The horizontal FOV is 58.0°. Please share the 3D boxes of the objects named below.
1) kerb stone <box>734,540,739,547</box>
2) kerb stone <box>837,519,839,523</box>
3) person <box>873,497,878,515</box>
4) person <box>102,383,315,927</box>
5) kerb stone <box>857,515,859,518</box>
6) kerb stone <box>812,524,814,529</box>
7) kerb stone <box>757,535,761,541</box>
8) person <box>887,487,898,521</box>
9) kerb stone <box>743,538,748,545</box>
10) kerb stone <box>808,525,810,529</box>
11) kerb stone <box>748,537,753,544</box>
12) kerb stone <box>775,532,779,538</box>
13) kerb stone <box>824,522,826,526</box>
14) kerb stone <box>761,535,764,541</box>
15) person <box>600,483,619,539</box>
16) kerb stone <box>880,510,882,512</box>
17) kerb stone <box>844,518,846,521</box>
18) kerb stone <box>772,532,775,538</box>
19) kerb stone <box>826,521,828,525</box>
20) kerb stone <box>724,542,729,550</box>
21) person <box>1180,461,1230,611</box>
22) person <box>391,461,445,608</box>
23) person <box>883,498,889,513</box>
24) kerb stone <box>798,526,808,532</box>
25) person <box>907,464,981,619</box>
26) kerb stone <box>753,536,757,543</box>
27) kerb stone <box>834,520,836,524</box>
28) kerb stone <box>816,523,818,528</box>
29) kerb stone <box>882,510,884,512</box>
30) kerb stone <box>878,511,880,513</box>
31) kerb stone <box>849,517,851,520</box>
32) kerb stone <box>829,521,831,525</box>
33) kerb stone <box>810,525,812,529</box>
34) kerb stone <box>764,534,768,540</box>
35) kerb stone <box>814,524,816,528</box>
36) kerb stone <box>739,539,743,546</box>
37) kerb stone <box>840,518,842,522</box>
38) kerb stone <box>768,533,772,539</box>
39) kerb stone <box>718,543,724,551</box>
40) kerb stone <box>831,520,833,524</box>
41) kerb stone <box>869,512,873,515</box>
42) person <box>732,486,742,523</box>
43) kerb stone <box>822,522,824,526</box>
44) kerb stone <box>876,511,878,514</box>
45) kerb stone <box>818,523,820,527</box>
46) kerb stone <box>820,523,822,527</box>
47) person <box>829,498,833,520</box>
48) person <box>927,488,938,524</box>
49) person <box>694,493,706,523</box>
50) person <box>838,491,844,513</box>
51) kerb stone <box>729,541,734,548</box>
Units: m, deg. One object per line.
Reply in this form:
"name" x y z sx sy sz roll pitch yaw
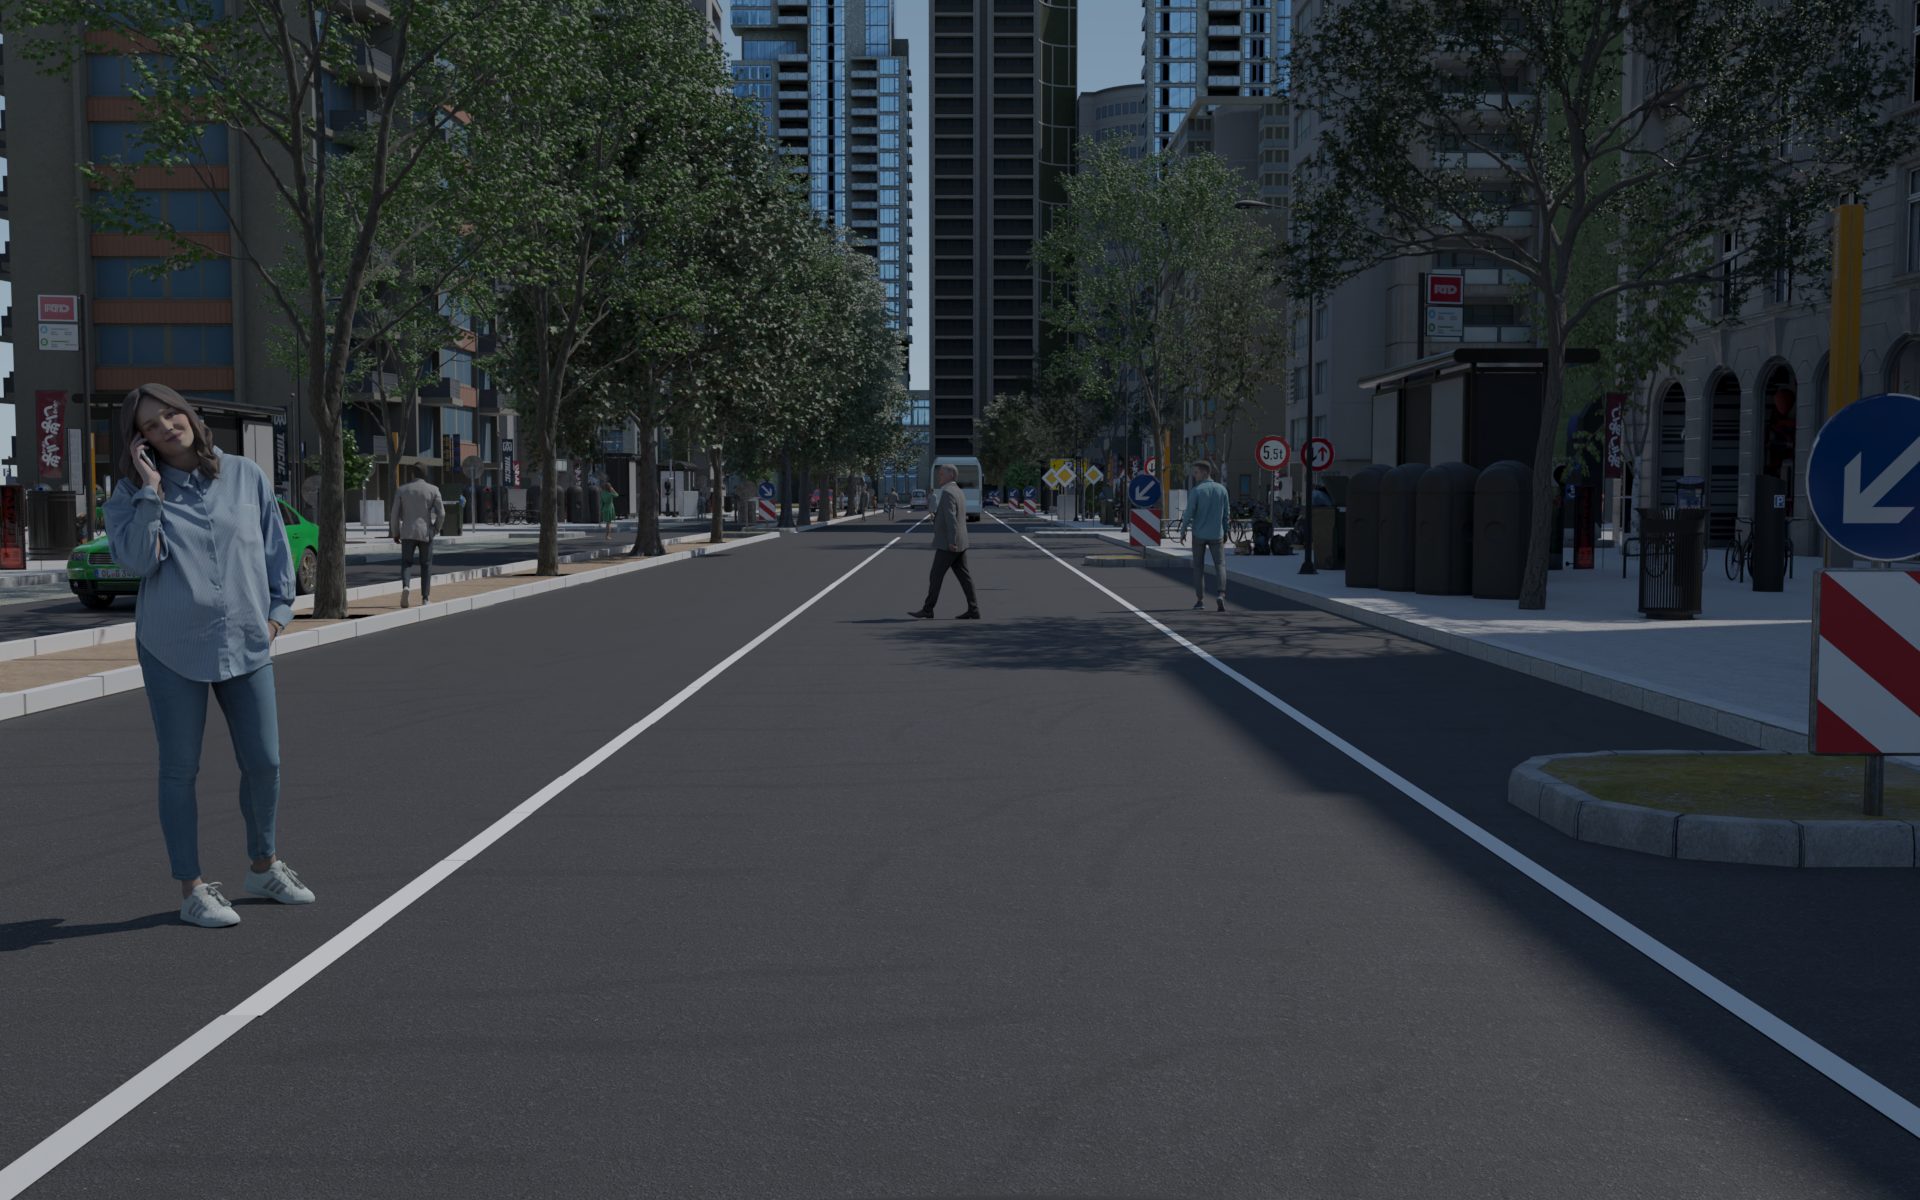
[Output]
"kerb stone" -6.143 -1.490 46.584 0.120 0.150 1.000 0 3 0
"kerb stone" -6.169 -3.844 85.045 0.120 0.150 1.000 0 3 0
"person" -5.915 -6.597 121.027 0.373 1.253 0.362 0 4 7
"person" -2.515 0.180 5.821 0.793 1.790 0.793 1 4 20
"kerb stone" -6.185 -4.909 102.458 0.120 0.150 1.000 0 3 0
"kerb stone" -6.164 -2.964 70.675 0.120 0.150 1.000 0 3 0
"kerb stone" -6.138 -1.804 51.695 0.120 0.150 1.000 0 3 0
"person" -3.646 -5.206 93.823 0.606 1.804 0.583 0 4 -3
"kerb stone" -6.143 -1.616 48.629 0.120 0.150 1.000 0 3 0
"kerb stone" -6.160 -2.835 68.623 0.120 0.150 1.000 0 3 0
"kerb stone" -6.140 -1.679 49.651 0.120 0.150 1.000 0 3 0
"kerb stone" -6.146 -2.117 56.809 0.120 0.150 1.000 0 3 0
"kerb stone" -6.165 -3.342 76.838 0.120 0.150 1.000 0 3 0
"kerb stone" -6.149 -1.867 52.720 0.120 0.150 1.000 0 3 0
"person" -11.157 -2.820 54.851 0.600 1.795 0.529 0 4 6
"kerb stone" -6.217 -6.729 132.217 0.120 0.150 1.000 0 3 0
"kerb stone" -6.176 -4.151 90.175 0.120 0.150 1.000 0 3 0
"kerb stone" -6.143 -2.055 55.787 0.120 0.150 1.000 0 3 0
"kerb stone" -6.158 -3.398 77.861 0.120 0.150 1.000 0 3 0
"kerb stone" -6.135 -1.365 44.531 0.120 0.150 1.000 0 3 0
"person" 3.035 -0.794 21.348 0.638 1.841 0.748 0 4 -1
"person" -6.837 -0.826 21.847 0.661 1.843 0.795 -1 4 -11
"person" -5.350 -7.047 129.211 0.738 1.151 1.012 2 4 30
"kerb stone" -6.152 -2.777 67.599 0.120 0.150 1.000 0 3 0
"person" -0.181 -0.668 19.818 0.834 1.777 0.661 0 4 5
"kerb stone" -6.142 -1.739 50.673 0.120 0.150 1.000 0 3 0
"kerb stone" -6.166 -3.718 82.988 0.120 0.150 1.000 0 3 0
"kerb stone" -6.149 -3.088 72.727 0.120 0.150 1.000 0 3 0
"kerb stone" -6.204 -6.850 134.268 0.120 0.150 1.000 0 3 0
"kerb stone" -6.206 -6.475 128.108 0.120 0.150 1.000 0 3 0
"kerb stone" -6.177 -4.408 94.269 0.120 0.150 1.000 0 3 0
"kerb stone" -6.166 -3.530 79.910 0.120 0.150 1.000 0 3 0
"kerb stone" -6.164 -2.902 69.647 0.120 0.150 1.000 0 3 0
"kerb stone" -6.148 -1.927 53.743 0.120 0.150 1.000 0 3 0
"kerb stone" -6.154 -3.025 71.698 0.120 0.150 1.000 0 3 0
"kerb stone" -6.145 -1.554 47.605 0.120 0.150 1.000 0 3 0
"kerb stone" -6.174 -3.970 87.097 0.120 0.150 1.000 0 3 0
"kerb stone" -6.150 -1.990 54.765 0.120 0.150 1.000 0 3 0
"kerb stone" -6.133 -1.304 43.509 0.120 0.150 1.000 0 3 0
"kerb stone" -6.169 -3.593 80.941 0.120 0.150 1.000 0 3 0
"kerb stone" -6.193 -5.851 117.852 0.120 0.150 1.000 0 3 0
"person" -11.122 -4.811 86.963 0.655 1.846 0.447 -1 4 -17
"kerb stone" -6.166 -3.279 75.815 0.120 0.150 1.000 0 3 0
"kerb stone" -6.204 -6.290 125.034 0.120 0.150 1.000 0 3 0
"kerb stone" -6.165 -3.153 73.750 0.120 0.150 1.000 0 3 0
"kerb stone" -6.160 -3.214 74.785 0.120 0.150 1.000 0 3 0
"person" -7.195 -4.979 94.926 0.505 1.210 0.382 1 4 13
"person" -1.303 -4.565 83.892 0.466 1.731 0.760 -3 5 -42
"person" -12.969 -4.608 86.435 0.523 1.515 0.503 3 4 36
"person" -8.992 -7.440 130.481 0.374 1.781 0.599 -2 4 -34
"kerb stone" -6.137 -1.418 45.562 0.120 0.150 1.000 0 3 0
